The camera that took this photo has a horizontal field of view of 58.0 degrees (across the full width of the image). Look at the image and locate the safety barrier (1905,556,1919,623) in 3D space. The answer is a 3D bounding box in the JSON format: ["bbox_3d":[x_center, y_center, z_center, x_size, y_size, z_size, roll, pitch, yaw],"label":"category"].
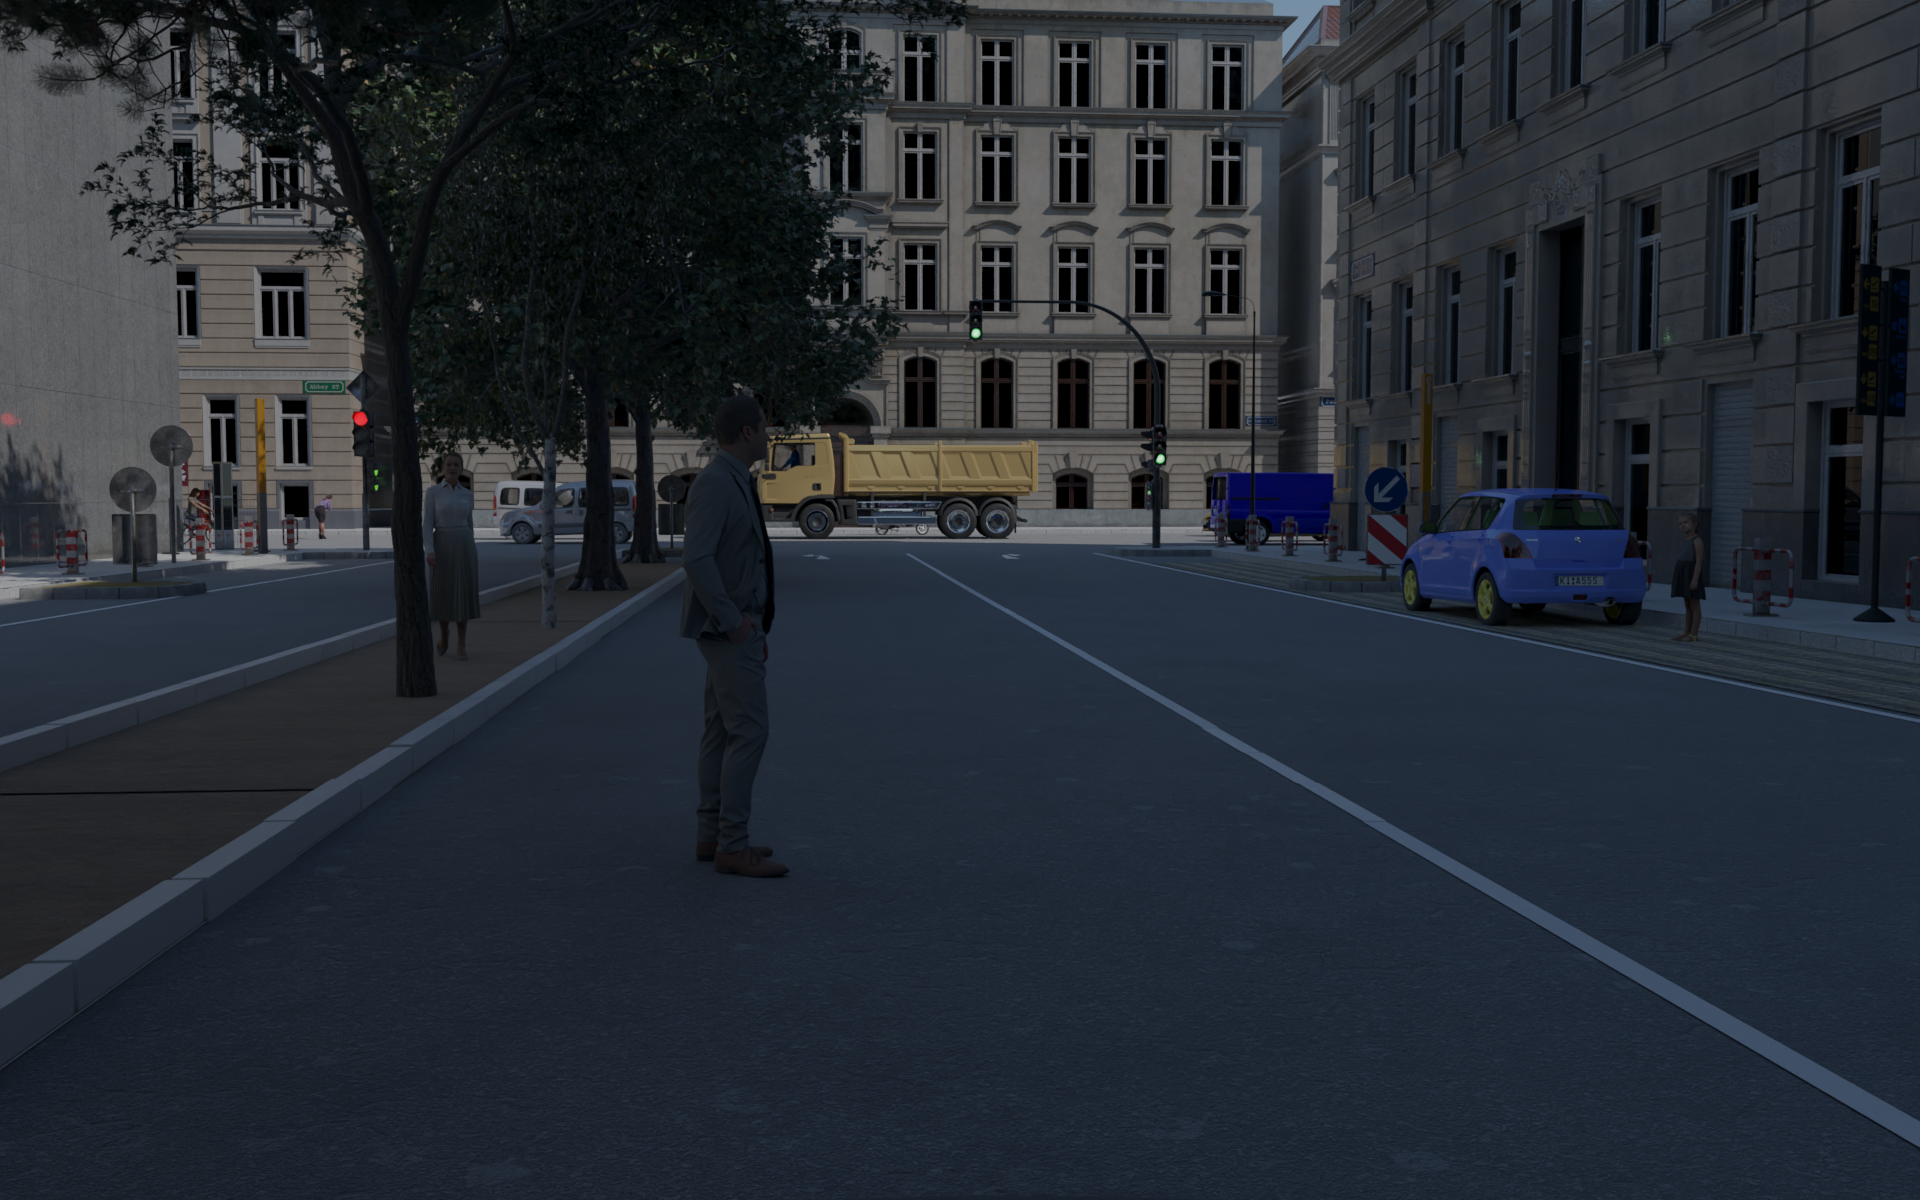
[{"bbox_3d":[8.677,-0.058,15.221,0.300,0.817,1.120,0,4,-5],"label":"safety barrier"}]

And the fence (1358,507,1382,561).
[{"bbox_3d":[7.781,-1.292,32.322,0.480,1.192,2.264,0,4,8],"label":"fence"}]

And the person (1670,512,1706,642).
[{"bbox_3d":[7.025,-0.217,16.722,0.373,1.253,0.362,0,4,-5],"label":"person"}]

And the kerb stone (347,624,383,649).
[{"bbox_3d":[-5.646,0.359,16.323,0.120,0.150,1.000,0,4,-5],"label":"kerb stone"}]

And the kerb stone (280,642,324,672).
[{"bbox_3d":[-5.463,0.485,14.263,0.120,0.150,1.000,0,4,-5],"label":"kerb stone"}]

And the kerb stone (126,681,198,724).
[{"bbox_3d":[-5.178,0.673,11.196,0.120,0.150,1.000,0,4,-5],"label":"kerb stone"}]

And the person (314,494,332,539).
[{"bbox_3d":[-20.203,-2.648,55.024,0.421,1.427,0.697,1,4,20],"label":"person"}]

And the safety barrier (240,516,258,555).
[{"bbox_3d":[-14.922,-1.350,36.354,0.300,0.817,1.120,0,4,-5],"label":"safety barrier"}]

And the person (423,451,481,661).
[{"bbox_3d":[-4.425,-0.385,15.020,0.478,1.798,0.641,-1,4,-22],"label":"person"}]

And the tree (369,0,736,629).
[{"bbox_3d":[-4.401,-4.010,18.375,4.360,8.622,3.978,0,3,0],"label":"tree"}]

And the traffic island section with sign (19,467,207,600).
[{"bbox_3d":[-11.864,-0.971,24.499,1.989,1.847,2.006,0,4,-5],"label":"traffic island section with sign"}]

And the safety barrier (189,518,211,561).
[{"bbox_3d":[-14.658,-1.171,33.425,0.300,0.817,1.120,0,4,-5],"label":"safety barrier"}]

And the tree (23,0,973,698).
[{"bbox_3d":[-3.850,-4.612,12.272,8.767,10.594,7.601,0,4,-5],"label":"tree"}]

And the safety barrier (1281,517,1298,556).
[{"bbox_3d":[6.809,-1.315,35.777,0.300,0.817,1.120,0,4,-5],"label":"safety barrier"}]

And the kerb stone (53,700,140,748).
[{"bbox_3d":[-5.091,0.735,10.175,0.120,0.150,1.000,0,4,-5],"label":"kerb stone"}]

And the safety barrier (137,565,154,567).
[{"bbox_3d":[-14.394,-0.992,30.497,0.300,0.817,1.120,0,4,-5],"label":"safety barrier"}]

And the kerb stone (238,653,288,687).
[{"bbox_3d":[-5.366,0.548,13.243,0.120,0.150,1.000,0,4,-5],"label":"kerb stone"}]

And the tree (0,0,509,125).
[{"bbox_3d":[-3.616,-5.779,4.372,7.806,13.903,7.818,0,3,0],"label":"tree"}]

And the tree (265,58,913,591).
[{"bbox_3d":[-5.392,-6.490,25.581,9.611,12.733,9.660,0,3,0],"label":"tree"}]

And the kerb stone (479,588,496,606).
[{"bbox_3d":[-6.211,-0.017,22.478,0.120,0.150,1.000,0,4,-5],"label":"kerb stone"}]

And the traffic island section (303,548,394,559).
[{"bbox_3d":[-13.547,-1.052,39.475,2.009,0.180,2.903,0,4,-5],"label":"traffic island section"}]

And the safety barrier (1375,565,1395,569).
[{"bbox_3d":[7.343,-0.956,29.906,0.300,0.817,1.120,0,4,-5],"label":"safety barrier"}]

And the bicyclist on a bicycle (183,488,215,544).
[{"bbox_3d":[-21.527,-2.380,48.938,1.625,1.676,1.499,0,4,-4],"label":"bicyclist on a bicycle"}]

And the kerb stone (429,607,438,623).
[{"bbox_3d":[-5.928,0.171,19.406,0.120,0.150,1.000,0,4,-5],"label":"kerb stone"}]

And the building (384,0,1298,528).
[{"bbox_3d":[-4.842,-15.390,70.712,34.723,24.649,14.460,0,4,-5],"label":"building"}]

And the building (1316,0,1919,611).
[{"bbox_3d":[15.315,-14.110,27.961,12.463,27.353,25.104,0,4,-5],"label":"building"}]

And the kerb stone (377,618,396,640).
[{"bbox_3d":[-5.736,0.296,17.358,0.120,0.150,1.000,0,4,-5],"label":"kerb stone"}]

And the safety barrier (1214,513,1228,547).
[{"bbox_3d":[6.277,-1.675,41.653,0.300,0.817,1.120,0,4,-5],"label":"safety barrier"}]

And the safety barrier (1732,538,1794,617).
[{"bbox_3d":[8.411,-0.237,18.158,0.300,0.817,1.120,0,4,-5],"label":"safety barrier"}]

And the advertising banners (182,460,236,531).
[{"bbox_3d":[-26.450,-3.939,60.592,2.074,3.025,0.090,0,4,-6],"label":"advertising banners"}]

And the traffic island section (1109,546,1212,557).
[{"bbox_3d":[4.670,-1.152,41.117,2.009,0.180,2.903,0,4,-5],"label":"traffic island section"}]

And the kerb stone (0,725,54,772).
[{"bbox_3d":[-4.997,0.800,9.150,0.120,0.150,1.000,0,4,-5],"label":"kerb stone"}]

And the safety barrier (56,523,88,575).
[{"bbox_3d":[-14.130,-0.813,27.569,0.300,0.817,1.120,0,4,-5],"label":"safety barrier"}]

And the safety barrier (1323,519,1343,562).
[{"bbox_3d":[7.076,-1.136,32.849,0.300,0.817,1.120,0,4,-5],"label":"safety barrier"}]

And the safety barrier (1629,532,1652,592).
[{"bbox_3d":[8.142,-0.417,21.096,0.300,0.817,1.120,0,4,-5],"label":"safety barrier"}]

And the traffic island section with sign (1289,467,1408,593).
[{"bbox_3d":[6.036,-1.063,26.002,1.989,1.847,2.006,0,4,-5],"label":"traffic island section with sign"}]

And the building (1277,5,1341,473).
[{"bbox_3d":[23.096,-14.426,72.025,21.152,22.565,11.583,0,4,-5],"label":"building"}]

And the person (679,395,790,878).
[{"bbox_3d":[-0.886,0.117,6.687,0.391,1.810,0.635,-1,4,-11],"label":"person"}]

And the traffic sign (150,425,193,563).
[{"bbox_3d":[-14.582,-1.954,32.052,0.768,2.556,0.104,0,4,-5],"label":"traffic sign"}]

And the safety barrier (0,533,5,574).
[{"bbox_3d":[-13.861,-0.634,24.637,0.300,0.817,1.120,0,4,-5],"label":"safety barrier"}]

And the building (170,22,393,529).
[{"bbox_3d":[-32.376,-17.240,67.770,20.117,28.700,13.634,0,4,-5],"label":"building"}]

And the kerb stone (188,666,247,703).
[{"bbox_3d":[-5.276,0.610,12.222,0.120,0.150,1.000,0,4,-5],"label":"kerb stone"}]

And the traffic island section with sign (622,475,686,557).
[{"bbox_3d":[-6.768,-1.969,40.322,2.006,1.907,1.989,0,4,-5],"label":"traffic island section with sign"}]

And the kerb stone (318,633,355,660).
[{"bbox_3d":[-5.557,0.427,15.295,0.120,0.150,1.000,0,4,-5],"label":"kerb stone"}]

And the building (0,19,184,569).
[{"bbox_3d":[-26.674,-13.028,31.031,19.932,24.808,12.078,0,4,-5],"label":"building"}]

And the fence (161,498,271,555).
[{"bbox_3d":[-16.185,-1.621,37.702,0.480,1.192,2.264,3,4,37],"label":"fence"}]

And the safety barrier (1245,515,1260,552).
[{"bbox_3d":[6.543,-1.495,38.720,0.300,0.817,1.120,0,4,-5],"label":"safety barrier"}]

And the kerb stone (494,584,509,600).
[{"bbox_3d":[-6.299,-0.080,23.504,0.120,0.150,1.000,0,4,-5],"label":"kerb stone"}]

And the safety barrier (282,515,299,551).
[{"bbox_3d":[-15.187,-1.530,39.286,0.300,0.817,1.120,0,4,-5],"label":"safety barrier"}]
